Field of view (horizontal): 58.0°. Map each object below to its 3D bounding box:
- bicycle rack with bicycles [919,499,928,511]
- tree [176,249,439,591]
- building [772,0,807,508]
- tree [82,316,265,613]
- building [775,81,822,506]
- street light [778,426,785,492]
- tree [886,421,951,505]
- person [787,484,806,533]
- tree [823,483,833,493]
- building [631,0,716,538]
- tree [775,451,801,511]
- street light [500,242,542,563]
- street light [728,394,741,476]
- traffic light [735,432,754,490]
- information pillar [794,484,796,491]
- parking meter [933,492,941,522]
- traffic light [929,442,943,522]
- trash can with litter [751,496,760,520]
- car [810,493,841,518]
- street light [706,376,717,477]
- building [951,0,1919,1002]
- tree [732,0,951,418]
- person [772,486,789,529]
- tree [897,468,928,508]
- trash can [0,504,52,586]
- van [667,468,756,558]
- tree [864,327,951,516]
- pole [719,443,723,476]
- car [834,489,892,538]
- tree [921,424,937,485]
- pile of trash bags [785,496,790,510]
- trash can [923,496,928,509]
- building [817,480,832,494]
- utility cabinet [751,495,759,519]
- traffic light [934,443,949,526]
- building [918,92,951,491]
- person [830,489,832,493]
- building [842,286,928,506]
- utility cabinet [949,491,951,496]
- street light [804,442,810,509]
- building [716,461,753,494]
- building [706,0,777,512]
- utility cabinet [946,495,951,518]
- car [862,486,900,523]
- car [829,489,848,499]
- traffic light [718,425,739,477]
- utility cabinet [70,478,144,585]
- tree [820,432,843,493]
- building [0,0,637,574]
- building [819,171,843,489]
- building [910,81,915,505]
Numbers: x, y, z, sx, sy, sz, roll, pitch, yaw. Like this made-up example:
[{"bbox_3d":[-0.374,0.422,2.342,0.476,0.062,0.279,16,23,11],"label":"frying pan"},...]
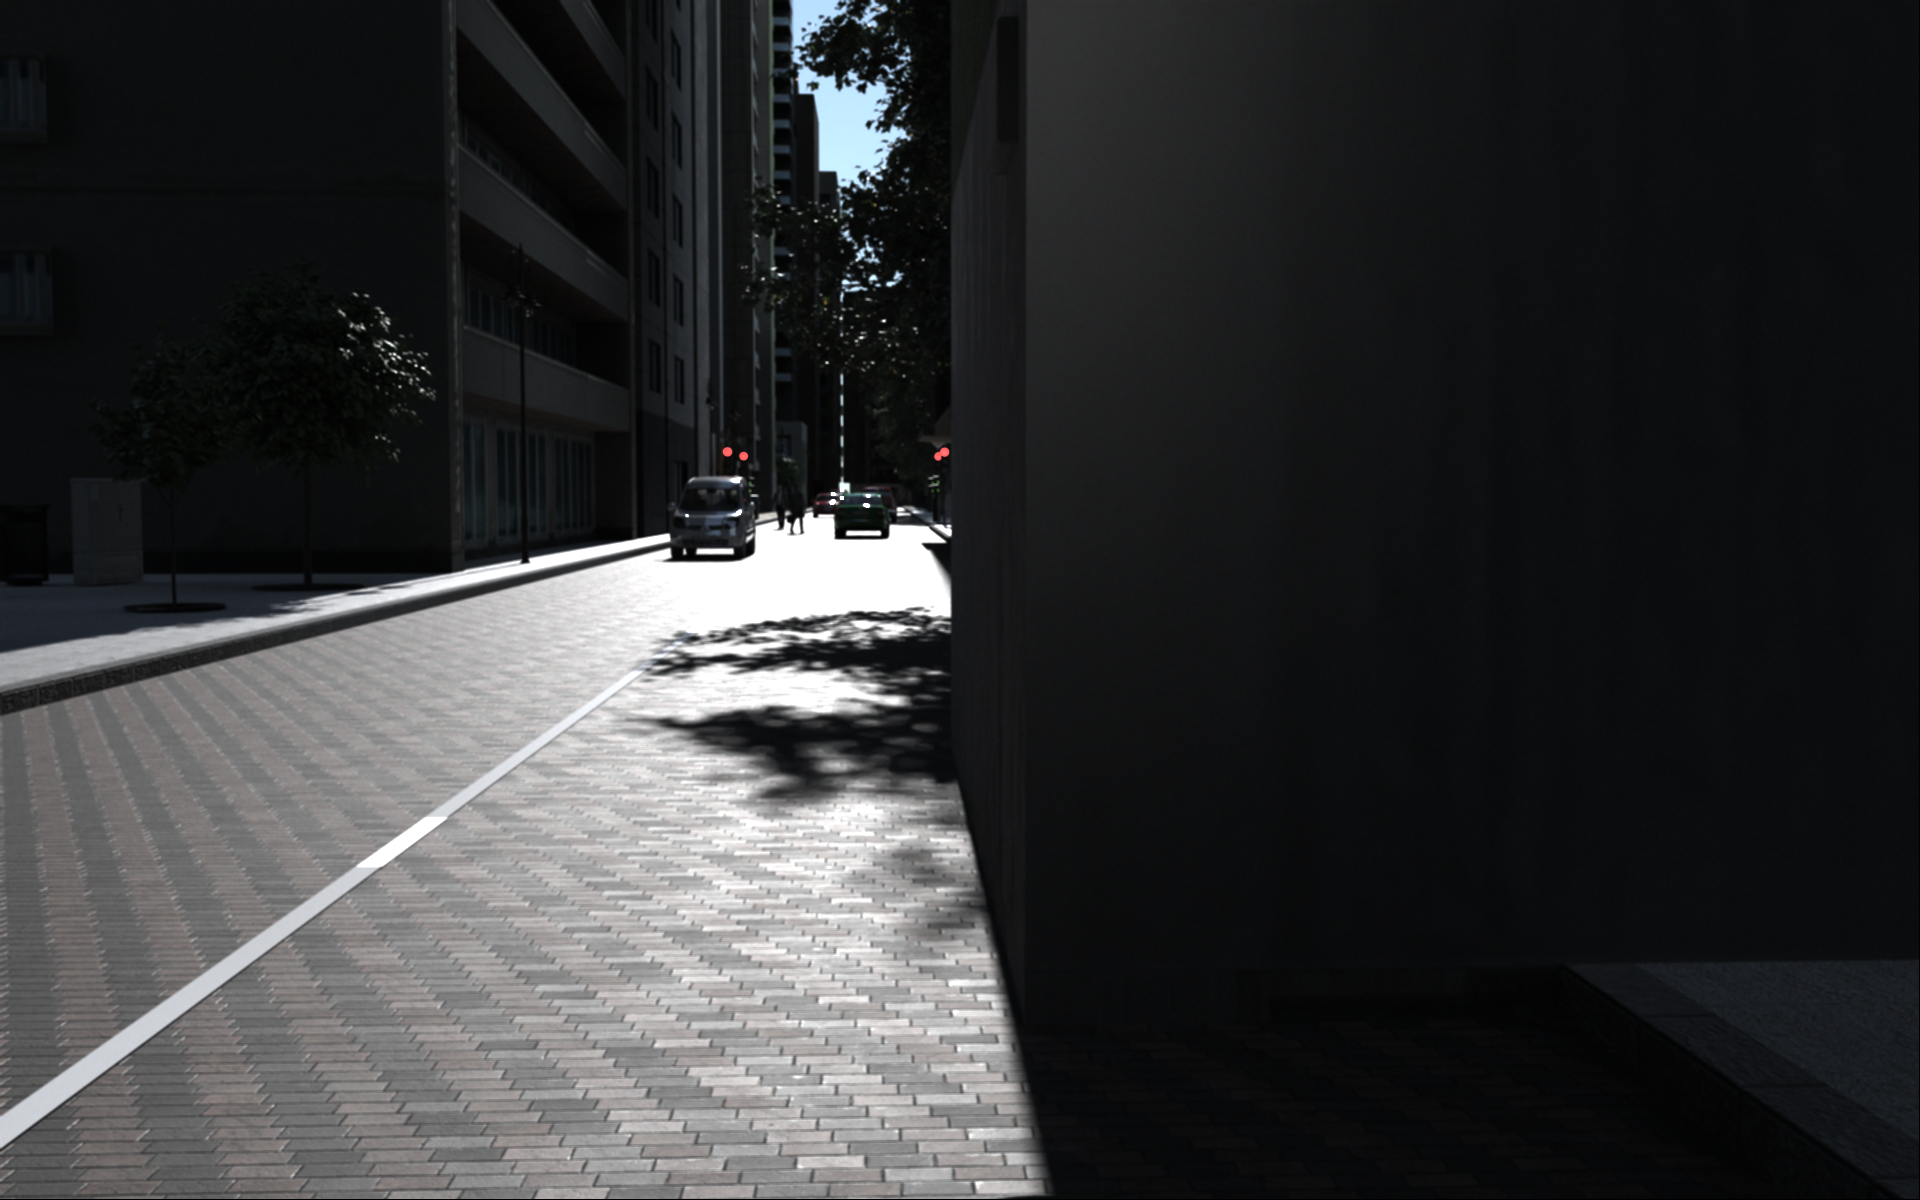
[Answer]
[{"bbox_3d":[-1.785,-6.995,127.749,2.852,0.926,2.925,-2,4,-28],"label":"bicycle rack with bicycles"},{"bbox_3d":[-8.790,-2.424,23.346,4.285,4.588,4.351,0,3,0],"label":"tree"},{"bbox_3d":[-25.825,-52.207,166.262,22.319,86.520,31.000,0,4,-2],"label":"building"},{"bbox_3d":[-8.817,-1.496,19.060,1.663,3.219,1.824,0,3,0],"label":"tree"},{"bbox_3d":[-22.579,-33.035,190.240,14.600,45.320,14.200,0,4,-2],"label":"building"},{"bbox_3d":[-11.807,-8.695,114.950,0.468,5.910,1.993,0,4,-2],"label":"street light"},{"bbox_3d":[-3.410,-14.173,149.853,7.486,12.596,7.792,0,3,0],"label":"tree"},{"bbox_3d":[-5.926,-3.336,63.150,0.694,1.812,0.767,-2,4,-31],"label":"person"},{"bbox_3d":[-17.727,-14.435,230.605,1.663,3.219,1.824,0,3,0],"label":"tree"},{"bbox_3d":[-19.868,-37.927,58.364,20.611,71.187,20.563,0,4,-2],"label":"building"},{"bbox_3d":[-13.798,-9.070,132.001,4.285,4.588,4.351,0,3,0],"label":"tree"},{"bbox_3d":[-8.083,-3.624,32.037,0.468,5.910,1.993,0,4,-2],"label":"street light"},{"bbox_3d":[-10.193,-6.452,78.282,0.468,5.910,1.993,0,4,-2],"label":"street light"},{"bbox_3d":[-9.703,-5.452,78.059,0.839,4.253,0.868,0,4,-2],"label":"traffic light"},{"bbox_3d":[-11.559,-7.207,122.326,0.304,2.012,0.304,1,4,8],"label":"information pillar"},{"bbox_3d":[-1.078,-4.436,80.935,0.372,1.533,0.369,0,3,0],"label":"parking meter"},{"bbox_3d":[-1.001,-5.476,78.453,0.839,4.253,0.868,0,4,-2],"label":"traffic light"},{"bbox_3d":[-10.326,-4.600,86.595,0.624,1.170,1.055,0,4,-1],"label":"trash can with litter"},{"bbox_3d":[-8.094,-5.948,106.294,2.155,1.783,4.494,0,4,-3],"label":"car"},{"bbox_3d":[-9.808,-5.837,68.227,0.468,5.910,1.993,0,4,-2],"label":"street light"},{"bbox_3d":[6.886,-19.997,10.539,14.154,41.232,14.086,0,4,-2],"label":"building"},{"bbox_3d":[1.949,-6.623,25.292,9.611,12.733,9.660,0,3,0],"label":"tree"},{"bbox_3d":[-7.337,-3.780,70.709,0.661,1.777,0.834,0,4,-3],"label":"person"},{"bbox_3d":[-4.082,-10.617,157.308,4.285,4.588,4.351,0,3,0],"label":"tree"},{"bbox_3d":[-13.112,-0.770,24.242,0.748,1.137,0.748,0,3,0],"label":"trash can"},{"bbox_3d":[-5.674,-2.016,39.979,2.013,2.044,4.112,0,4,-2],"label":"van"},{"bbox_3d":[-1.984,-13.166,121.922,9.857,13.997,8.962,0,3,0],"label":"tree"},{"bbox_3d":[-9.466,-4.574,68.630,0.158,3.312,0.155,0,3,0],"label":"pole"},{"bbox_3d":[-3.269,-3.029,58.328,1.959,1.807,4.718,0,4,-1],"label":"car"},{"bbox_3d":[-1.902,-11.041,130.887,4.737,8.622,4.395,0,3,0],"label":"tree"},{"bbox_3d":[-14.288,-7.918,139.209,1.912,1.369,3.447,2,4,26],"label":"pile of trash bags"},{"bbox_3d":[-2.828,-8.227,146.170,0.748,1.137,0.748,0,3,0],"label":"trash can"},{"bbox_3d":[-30.877,-34.377,216.694,28.867,44.769,22.147,0,4,-2],"label":"building"},{"bbox_3d":[-10.830,-4.744,88.720,1.020,1.237,0.306,-2,4,-29],"label":"utility cabinet"},{"bbox_3d":[-0.652,-4.988,70.476,0.839,4.253,0.868,0,4,-2],"label":"traffic light"},{"bbox_3d":[10.354,-35.666,172.377,28.713,52.752,27.495,0,4,-2],"label":"building"},{"bbox_3d":[-9.236,-7.082,124.690,0.834,1.777,0.661,-1,4,-23],"label":"person"},{"bbox_3d":[-9.540,-28.885,243.976,14.107,30.474,14.160,0,4,-2],"label":"building"},{"bbox_3d":[-0.288,-6.561,115.958,1.173,1.500,0.318,2,4,23],"label":"utility cabinet"},{"bbox_3d":[-13.344,-10.929,151.483,0.468,5.910,1.993,0,4,-2],"label":"street light"},{"bbox_3d":[-27.927,-24.587,93.882,32.217,40.220,23.993,0,4,-2],"label":"building"},{"bbox_3d":[-20.428,-26.764,121.192,14.154,41.232,14.086,0,4,-2],"label":"building"},{"bbox_3d":[-0.570,-5.026,93.343,0.306,1.237,1.020,0,4,3],"label":"utility cabinet"},{"bbox_3d":[-4.217,-4.863,88.187,2.281,1.827,5.304,0,4,-2],"label":"car"},{"bbox_3d":[-9.806,-8.011,139.660,2.281,1.827,5.304,0,4,-4],"label":"car"},{"bbox_3d":[-9.355,-4.964,70.082,0.839,4.253,0.868,0,4,-2],"label":"traffic light"},{"bbox_3d":[-12.049,-0.968,24.509,0.318,1.500,1.173,0,4,7],"label":"utility cabinet"},{"bbox_3d":[-15.684,-15.392,202.021,4.737,8.622,4.395,0,3,0],"label":"tree"},{"bbox_3d":[-19.313,-25.250,36.541,21.300,48.544,21.600,0,4,-2],"label":"building"},{"bbox_3d":[-27.720,-38.088,246.437,21.600,48.544,21.300,0,4,-2],"label":"building"},{"bbox_3d":[4.362,-41.167,215.080,21.231,58.520,28.212,0,4,-2],"label":"building"}]
